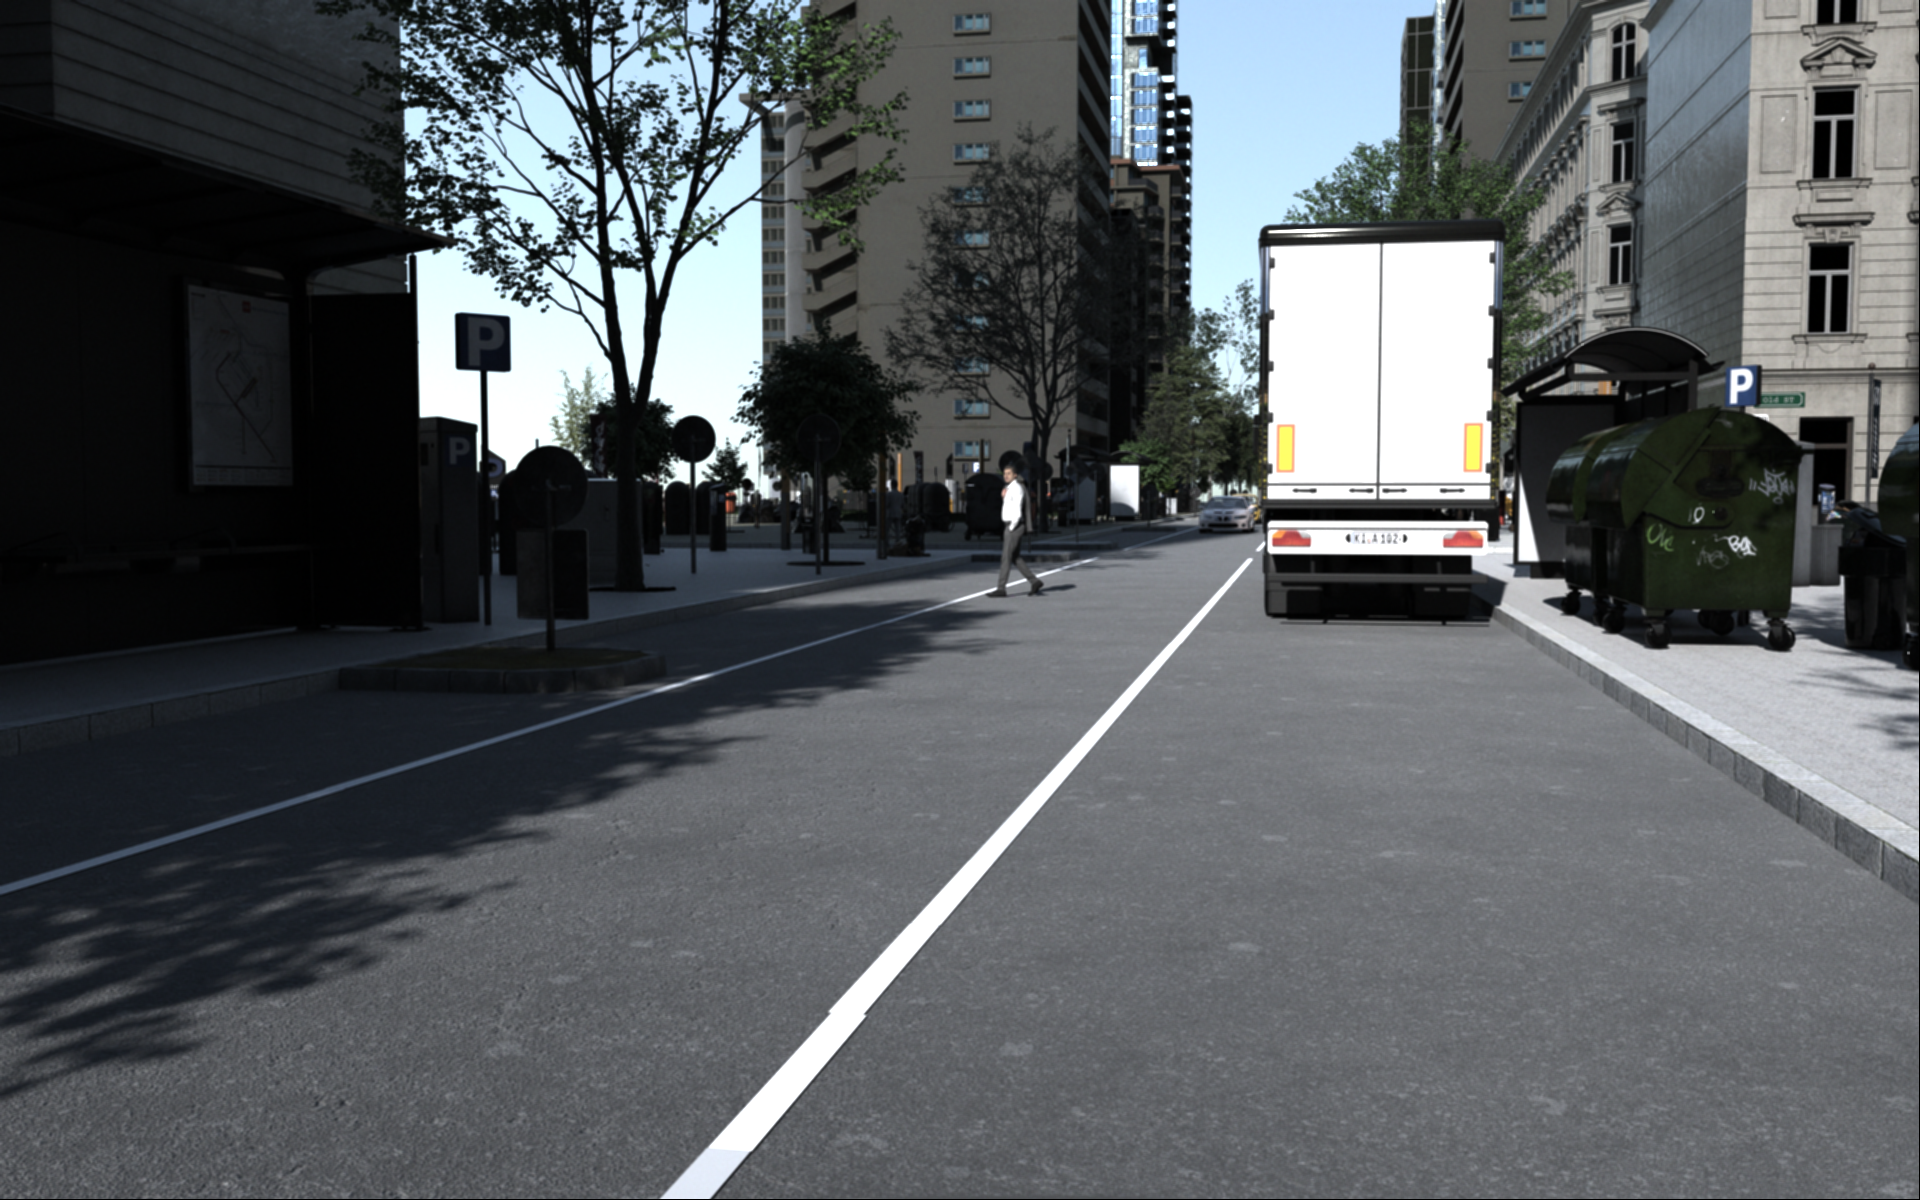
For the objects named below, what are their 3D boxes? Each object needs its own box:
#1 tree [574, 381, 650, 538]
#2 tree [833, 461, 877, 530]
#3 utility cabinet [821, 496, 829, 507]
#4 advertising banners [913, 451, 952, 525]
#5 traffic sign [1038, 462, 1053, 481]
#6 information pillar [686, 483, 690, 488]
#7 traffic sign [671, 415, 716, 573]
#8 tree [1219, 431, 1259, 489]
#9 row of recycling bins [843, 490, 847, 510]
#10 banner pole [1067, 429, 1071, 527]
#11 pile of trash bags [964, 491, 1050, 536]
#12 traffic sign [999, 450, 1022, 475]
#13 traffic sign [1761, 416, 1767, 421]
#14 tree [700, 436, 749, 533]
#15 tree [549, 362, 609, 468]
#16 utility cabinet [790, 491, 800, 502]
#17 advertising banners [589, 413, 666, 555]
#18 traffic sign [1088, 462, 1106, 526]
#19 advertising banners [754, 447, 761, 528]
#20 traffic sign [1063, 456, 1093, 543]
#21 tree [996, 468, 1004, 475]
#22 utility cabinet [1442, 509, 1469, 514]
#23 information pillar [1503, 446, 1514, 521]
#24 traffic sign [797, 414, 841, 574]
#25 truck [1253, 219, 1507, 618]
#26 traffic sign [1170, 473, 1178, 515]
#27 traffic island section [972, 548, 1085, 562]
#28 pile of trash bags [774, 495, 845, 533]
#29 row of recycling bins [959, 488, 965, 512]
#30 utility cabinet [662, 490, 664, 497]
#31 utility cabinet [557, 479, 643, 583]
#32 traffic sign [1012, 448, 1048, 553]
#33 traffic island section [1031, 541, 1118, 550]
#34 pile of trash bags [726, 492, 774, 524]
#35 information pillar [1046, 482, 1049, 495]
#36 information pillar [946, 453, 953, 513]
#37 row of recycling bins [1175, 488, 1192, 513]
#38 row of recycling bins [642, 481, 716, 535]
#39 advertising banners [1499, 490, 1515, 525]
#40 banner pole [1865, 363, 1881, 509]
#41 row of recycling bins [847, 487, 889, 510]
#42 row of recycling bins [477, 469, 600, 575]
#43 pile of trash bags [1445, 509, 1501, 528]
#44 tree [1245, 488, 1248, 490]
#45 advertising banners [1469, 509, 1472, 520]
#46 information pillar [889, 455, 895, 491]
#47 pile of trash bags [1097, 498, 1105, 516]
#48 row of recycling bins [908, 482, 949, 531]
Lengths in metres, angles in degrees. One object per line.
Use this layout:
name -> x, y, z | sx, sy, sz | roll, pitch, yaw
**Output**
tree -> -9.518, -4.083, 50.466 | 4.285, 4.588, 4.351 | 0, 3, 0
tree -> -3.589, -4.109, 61.791 | 1.663, 3.219, 1.824 | 0, 3, 0
utility cabinet -> -5.625, -3.575, 69.616 | 0.306, 1.237, 1.020 | -2, 4, -29
advertising banners -> -1.130, -4.576, 71.001 | 2.074, 3.025, 0.090 | -3, 5, -42
traffic sign -> 3.261, -4.146, 67.892 | 0.768, 2.556, 0.104 | 1, 4, 21
information pillar -> -18.476, -6.953, 118.179 | 0.304, 2.012, 0.304 | 1, 4, 13
traffic sign -> -4.326, -1.709, 28.049 | 0.768, 2.556, 0.104 | 1, 4, 12
tree -> 33.898, -17.113, 214.203 | 8.767, 10.594, 7.601 | 2, 4, 30
row of recycling bins -> -6.747, -6.328, 110.575 | 1.069, 1.692, 3.534 | -1, 4, -15
banner pole -> 4.179, -4.694, 66.762 | 0.401, 3.779, 0.863 | 0, 4, -5
pile of trash bags -> 1.524, -2.690, 53.734 | 1.912, 1.369, 3.447 | -2, 4, -24
traffic sign -> 1.499, -3.087, 50.585 | 0.768, 2.556, 0.104 | 1, 4, 12
traffic sign -> 10.117, -1.244, 22.462 | 0.606, 2.300, 0.079 | 1, 4, 14
tree -> -7.877, -3.879, 58.024 | 1.663, 3.219, 1.824 | 0, 3, 0
tree -> -21.310, -8.993, 97.393 | 4.737, 8.622, 4.395 | 0, 3, 0
utility cabinet -> -11.426, -6.761, 119.218 | 1.173, 1.500, 0.318 | 3, 4, 38
advertising banners -> -7.171, -2.505, 37.149 | 2.074, 3.025, 0.090 | 2, 4, 32
traffic sign -> 5.482, -4.265, 69.833 | 0.768, 2.556, 0.104 | 1, 4, 18
advertising banners -> -7.609, -4.212, 65.048 | 0.090, 3.025, 2.074 | -1, 4, -12
traffic sign -> 3.091, -2.564, 45.564 | 0.795, 2.450, 0.064 | 1, 4, 11
tree -> 2.789, -7.216, 112.575 | 1.663, 3.219, 1.824 | 0, 3, 0
utility cabinet -> 20.336, -3.825, 71.214 | 0.318, 1.500, 1.173 | -3, 4, -36
information pillar -> 26.435, -5.630, 83.411 | 0.504, 3.616, 0.183 | 1, 4, 17
traffic sign -> -2.263, -1.681, 27.595 | 0.768, 2.556, 0.104 | 1, 4, 20
truck -> 5.327, -2.107, 23.371 | 2.839, 4.237, 11.283 | 1, 4, 10
traffic sign -> 12.535, -6.312, 103.204 | 0.884, 2.594, 0.081 | 1, 4, 19
traffic island section -> 1.494, -0.949, 37.801 | 2.009, 0.180, 2.903 | 1, 4, 11
pile of trash bags -> -5.042, -2.989, 58.621 | 1.912, 1.369, 3.447 | -1, 4, -13
row of recycling bins -> 1.047, -6.733, 117.191 | 3.534, 1.692, 1.069 | -2, 4, -28
utility cabinet -> -16.840, -5.610, 100.399 | 1.173, 1.500, 0.318 | 0, 4, 5
utility cabinet -> -5.139, -0.980, 24.695 | 1.173, 1.500, 0.318 | -1, 4, -16
traffic sign -> 1.518, -2.085, 37.735 | 0.795, 2.450, 0.064 | 1, 4, 11
traffic island section -> 3.067, -1.428, 45.631 | 2.009, 0.180, 2.903 | 1, 4, 11
pile of trash bags -> -9.014, -4.030, 75.638 | 1.912, 1.369, 3.447 | 3, 4, 37
information pillar -> 5.227, -6.167, 105.319 | 0.304, 2.012, 0.304 | -1, 4, -10
information pillar -> -0.592, -6.525, 98.034 | 0.183, 3.616, 0.504 | 3, 5, 42
row of recycling bins -> 15.303, -6.805, 118.378 | 1.069, 1.692, 3.534 | 0, 4, 2
row of recycling bins -> -9.379, -2.937, 55.130 | 3.534, 1.692, 1.069 | 0, 4, 2
advertising banners -> 22.202, -4.586, 71.162 | 2.074, 3.025, 0.090 | 2, 4, 34
banner pole -> 17.563, -2.650, 33.339 | 0.401, 3.779, 0.863 | 3, 5, 43
row of recycling bins -> -5.278, -6.050, 106.034 | 1.069, 1.692, 3.534 | 2, 4, 33
row of recycling bins -> -7.441, -1.252, 27.585 | 3.534, 1.692, 1.069 | -1, 4, -13
pile of trash bags -> 19.888, -3.378, 64.976 | 3.447, 1.369, 1.912 | 1, 4, 21
tree -> 45.575, -19.598, 270.780 | 4.737, 8.622, 4.395 | 0, 3, 0
advertising banners -> 24.314, -5.484, 85.847 | 2.074, 3.025, 0.090 | 2, 4, 23
information pillar -> -3.968, -6.719, 101.211 | 0.183, 3.616, 0.504 | 2, 4, 35
pile of trash bags -> 6.829, -5.701, 102.970 | 3.447, 1.369, 1.912 | -1, 4, -11
row of recycling bins -> -1.183, -3.347, 61.836 | 1.069, 1.692, 3.534 | -1, 4, -13
